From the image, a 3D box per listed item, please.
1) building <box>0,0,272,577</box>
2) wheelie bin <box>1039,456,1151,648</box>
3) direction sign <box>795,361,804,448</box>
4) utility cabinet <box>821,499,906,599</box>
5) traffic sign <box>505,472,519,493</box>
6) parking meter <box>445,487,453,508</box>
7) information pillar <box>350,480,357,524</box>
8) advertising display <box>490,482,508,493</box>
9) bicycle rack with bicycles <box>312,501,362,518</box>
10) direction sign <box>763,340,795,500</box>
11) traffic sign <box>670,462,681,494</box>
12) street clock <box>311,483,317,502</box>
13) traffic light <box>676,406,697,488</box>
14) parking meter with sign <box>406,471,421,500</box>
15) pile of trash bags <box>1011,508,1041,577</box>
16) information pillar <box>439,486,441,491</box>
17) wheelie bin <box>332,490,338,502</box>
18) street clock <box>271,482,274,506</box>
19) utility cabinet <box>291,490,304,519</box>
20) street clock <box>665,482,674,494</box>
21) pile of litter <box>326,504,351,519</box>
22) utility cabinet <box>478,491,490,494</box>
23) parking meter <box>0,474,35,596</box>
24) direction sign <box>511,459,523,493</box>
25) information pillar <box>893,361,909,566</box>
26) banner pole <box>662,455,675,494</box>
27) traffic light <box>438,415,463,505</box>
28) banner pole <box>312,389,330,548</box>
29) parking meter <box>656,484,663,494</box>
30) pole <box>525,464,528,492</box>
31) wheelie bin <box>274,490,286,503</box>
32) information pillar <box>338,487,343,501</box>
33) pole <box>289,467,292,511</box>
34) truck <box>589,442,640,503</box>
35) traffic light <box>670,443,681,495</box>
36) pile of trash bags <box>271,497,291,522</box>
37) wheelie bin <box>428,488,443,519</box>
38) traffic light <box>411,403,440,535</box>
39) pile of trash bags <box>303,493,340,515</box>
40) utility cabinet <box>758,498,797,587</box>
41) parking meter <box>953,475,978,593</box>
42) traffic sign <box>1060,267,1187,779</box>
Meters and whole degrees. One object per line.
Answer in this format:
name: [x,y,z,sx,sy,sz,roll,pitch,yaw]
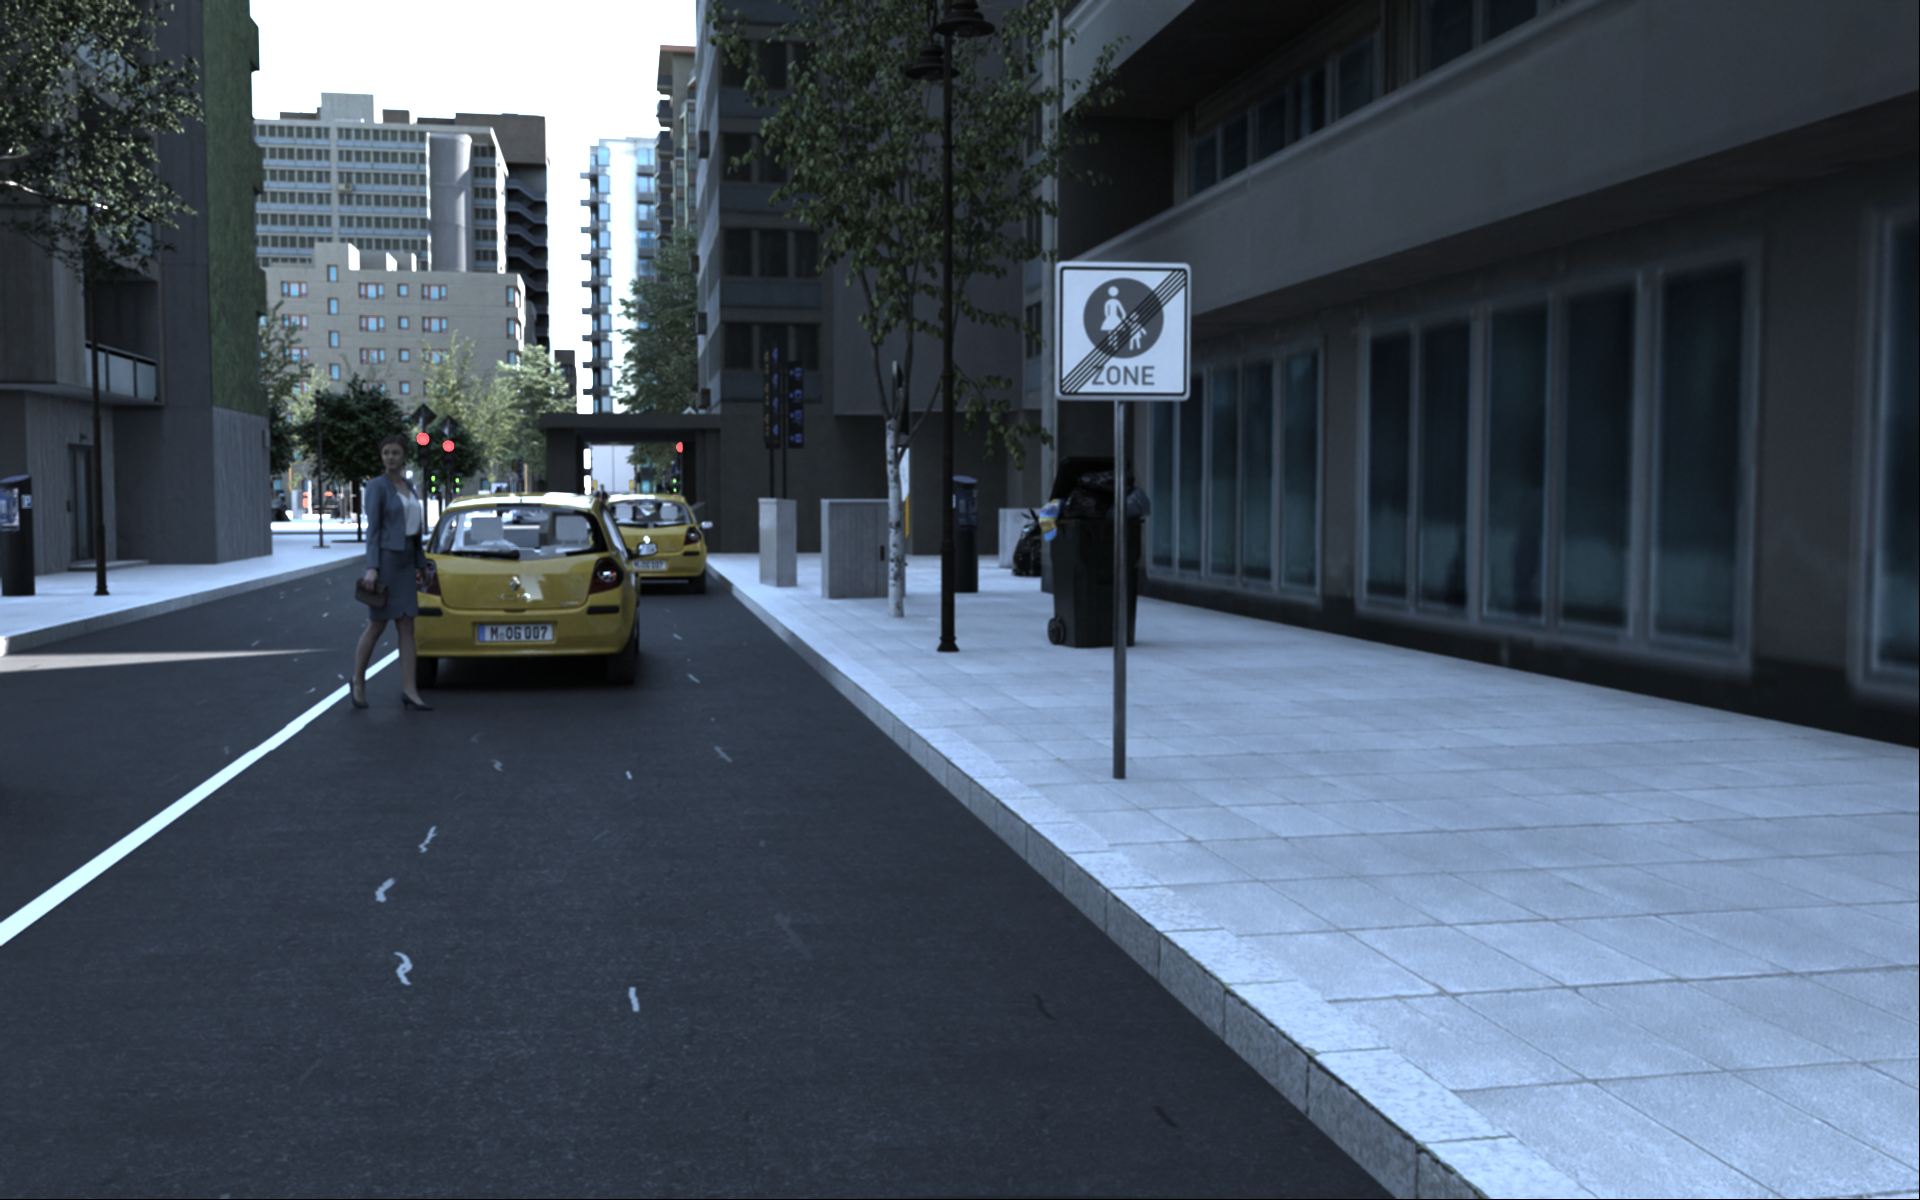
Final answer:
building: [-20.148,-21.027,27.391,14.154,41.232,14.086,-1,4,-11]
wheelie bin: [1.176,-0.412,14.649,0.980,1.594,0.693,-1,4,-20]
direction sign: [-3.008,-2.308,29.726,0.876,3.537,0.379,3,4,37]
utility cabinet: [-1.193,-0.629,21.454,1.020,1.237,0.306,-2,4,-25]
traffic sign: [-25.290,-5.974,97.776,0.768,2.556,0.104,0,4,-5]
parking meter: [-22.052,-4.222,74.733,0.255,1.863,0.399,0,4,3]
information pillar: [-26.066,-4.284,74.543,0.304,2.012,0.304,-1,4,-23]
advertising display: [-25.234,-5.483,94.863,0.974,1.923,0.123,-2,4,-27]
bicycle rack with bicycles: [-33.249,-4.875,93.087,2.852,0.926,2.925,2,4,32]
direction sign: [-2.820,-2.078,25.971,0.379,3.537,0.876,-1,4,-20]
traffic sign: [-10.900,-4.127,67.589,0.768,2.556,0.104,0,4,-8]
street clock: [-43.315,-6.815,116.000,0.471,2.002,0.358,0,4,5]
traffic light: [-8.631,-4.059,55.290,0.839,4.253,0.868,-1,4,-11]
parking meter with sign: [-41.468,-8.313,132.185,0.543,3.016,1.738,1,4,17]
pile of trash bags: [2.631,-1.068,27.207,3.447,1.369,1.912,-1,4,-21]
information pillar: [-26.872,-5.172,89.047,0.304,2.012,0.304,-2,4,-26]
wheelie bin: [-46.787,-7.485,130.286,0.693,1.594,0.980,1,4,16]
street clock: [-37.737,-5.510,94.653,0.471,2.002,0.358,0,4,-8]
utility cabinet: [-33.963,-4.901,88.809,0.318,1.500,1.173,0,4,-7]
street clock: [-17.050,-5.945,101.772,0.471,2.002,0.358,-2,4,-35]
pile of litter: [-32.018,-4.652,90.027,1.719,0.858,1.176,-1,4,-17]
utility cabinet: [-31.686,-6.564,115.999,1.173,1.500,0.318,2,4,28]
parking meter: [-11.906,-0.822,21.855,0.372,1.533,0.369,0,3,0]
direction sign: [-29.063,-7.441,113.665,0.379,3.537,0.876,3,4,37]
information pillar: [-1.059,-2.418,30.887,0.183,3.616,0.504,2,4,25]
banner pole: [-18.178,-7.252,108.582,0.863,3.779,0.401,2,4,31]
traffic light: [-18.117,-4.443,61.567,0.839,4.253,0.868,-1,4,-11]
banner pole: [-15.205,-3.129,41.179,0.401,3.779,0.863,-2,4,-25]
parking meter: [-17.990,-5.990,103.639,0.255,1.863,0.399,3,5,40]
pole: [-29.326,-7.544,117.193,0.158,3.312,0.155,0,3,0]
wheelie bin: [-51.016,-7.460,129.871,0.980,1.594,0.693,1,4,9]
information pillar: [-45.139,-7.442,126.162,0.304,2.012,0.304,0,4,-7]
pole: [-50.343,-8.347,130.322,0.158,3.312,0.155,0,3,0]
truck: [-19.296,-6.597,96.776,2.839,4.237,11.283,-1,4,-11]
traffic light: [-10.158,-4.539,63.128,0.839,4.253,0.868,-1,4,-11]
pile of trash bags: [-32.663,-4.312,80.258,3.447,1.369,1.912,2,4,32]
wheelie bin: [-25.261,-4.617,83.390,0.693,1.594,0.980,-2,4,-31]
traffic light: [-16.590,-3.964,53.729,0.839,4.253,0.868,-1,4,-11]
pile of trash bags: [-39.877,-5.974,107.434,1.912,1.369,3.447,0,4,4]
utility cabinet: [-2.556,-0.807,24.350,0.306,1.237,1.020,-1,4,-21]
parking meter: [0.051,-0.867,22.593,0.372,1.533,0.369,0,3,0]
traffic sign: [0.718,-0.343,7.746,0.606,2.300,0.079,0,4,-7]
